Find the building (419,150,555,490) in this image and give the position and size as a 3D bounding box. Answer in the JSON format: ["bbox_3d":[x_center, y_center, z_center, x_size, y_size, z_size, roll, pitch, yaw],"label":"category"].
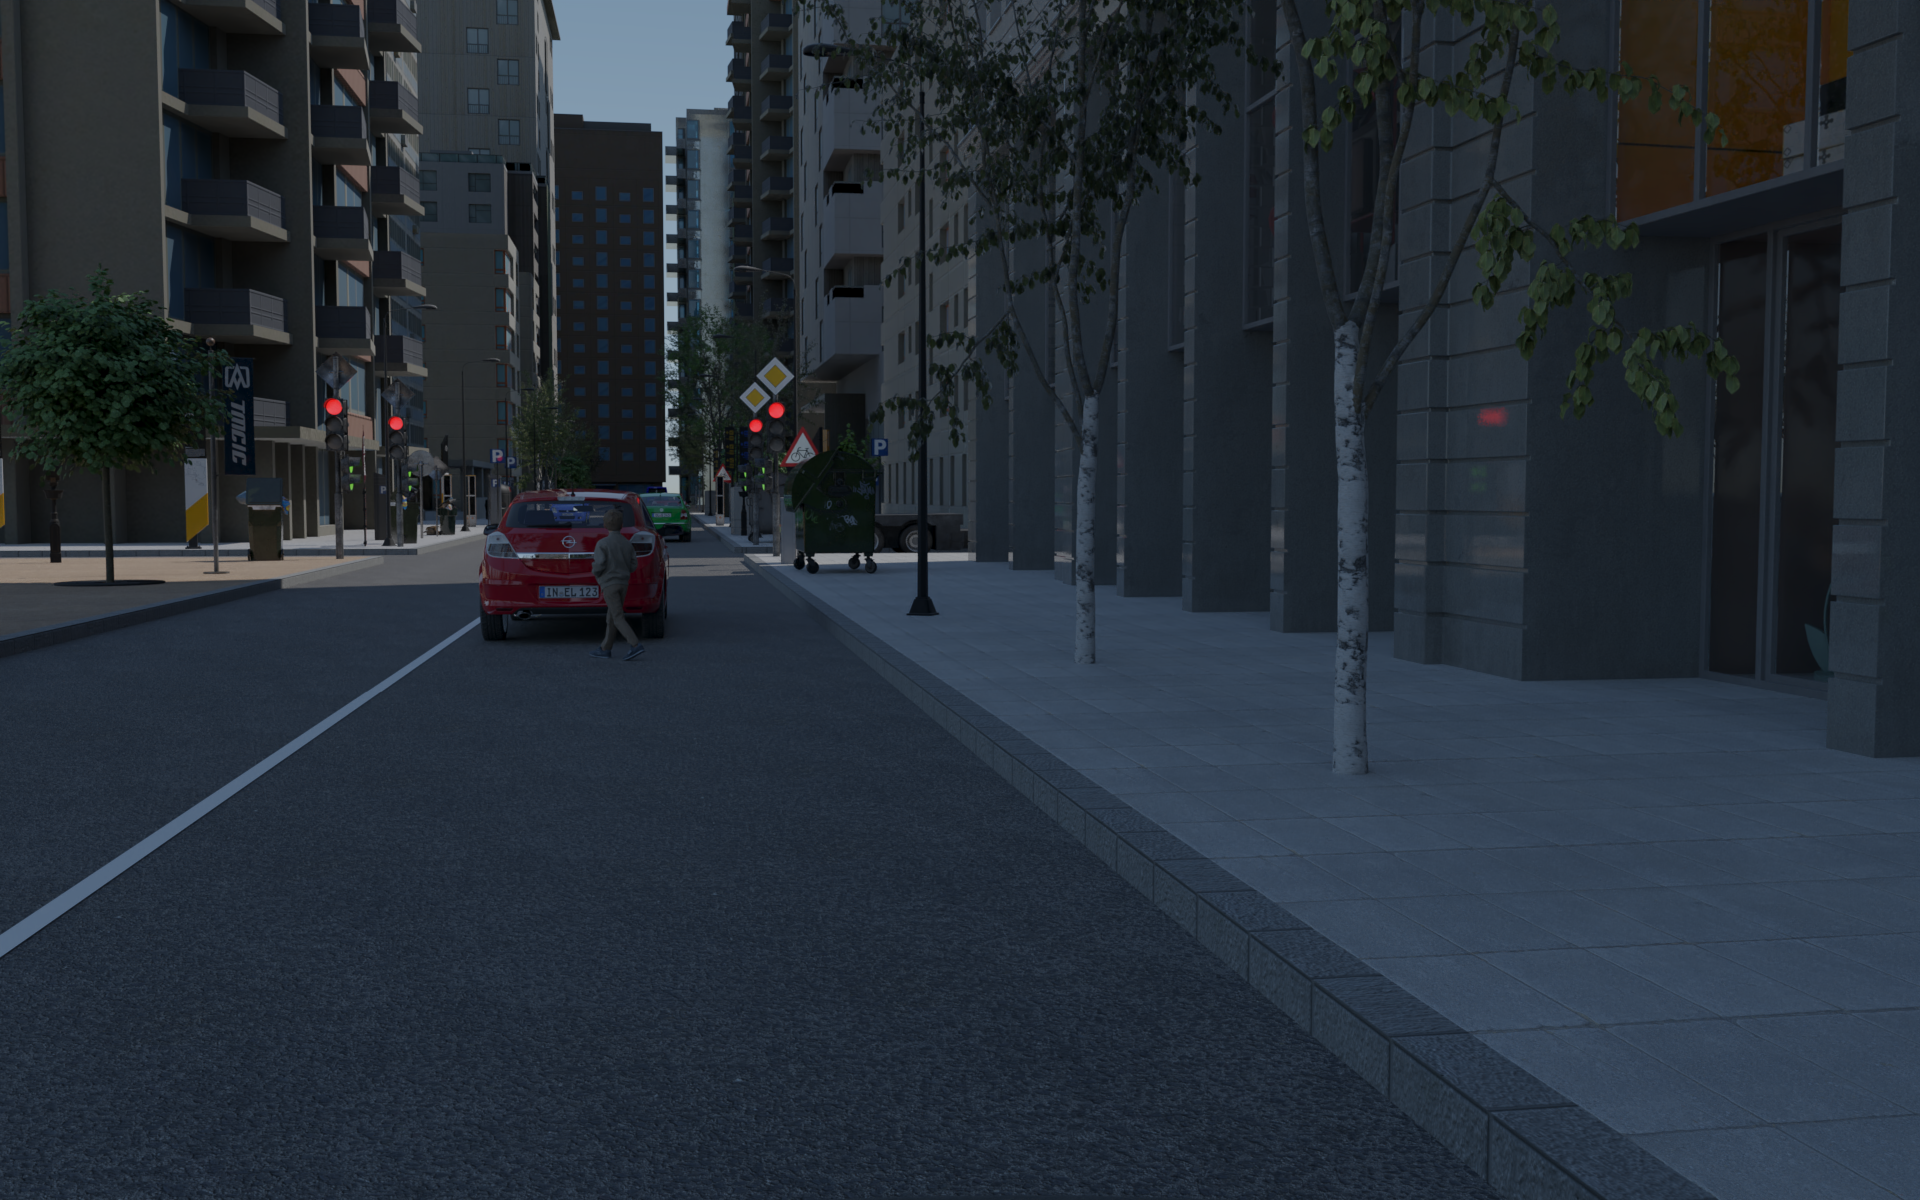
[{"bbox_3d":[-42.825,-23.111,149.559,14.160,30.474,14.107,-1,4,-10],"label":"building"}]

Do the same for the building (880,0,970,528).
[{"bbox_3d":[13.256,-13.228,61.319,28.899,21.520,27.650,-1,4,-10],"label":"building"}]

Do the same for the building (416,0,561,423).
[{"bbox_3d":[-53.796,-35.524,170.058,27.495,52.752,28.713,-1,4,-10],"label":"building"}]

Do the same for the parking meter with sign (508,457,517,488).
[{"bbox_3d":[-20.848,-5.108,79.769,0.543,3.016,1.738,0,4,-3],"label":"parking meter with sign"}]

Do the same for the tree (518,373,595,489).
[{"bbox_3d":[-24.718,-9.436,104.642,4.360,8.622,3.978,0,3,0],"label":"tree"}]

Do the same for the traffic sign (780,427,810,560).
[{"bbox_3d":[-3.035,-2.048,33.495,0.884,2.594,0.081,0,4,-7],"label":"traffic sign"}]

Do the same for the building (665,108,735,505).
[{"bbox_3d":[-21.149,-36.476,215.983,30.456,49.044,23.786,-1,4,-10],"label":"building"}]

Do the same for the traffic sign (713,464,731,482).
[{"bbox_3d":[-10.141,-4.535,74.151,0.884,2.594,0.081,0,4,-8],"label":"traffic sign"}]

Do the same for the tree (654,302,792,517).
[{"bbox_3d":[-13.064,-10.376,95.401,9.928,11.665,9.643,0,3,0],"label":"tree"}]

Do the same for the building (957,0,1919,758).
[{"bbox_3d":[7.937,-14.768,18.947,11.434,29.767,29.804,-1,4,-10],"label":"building"}]

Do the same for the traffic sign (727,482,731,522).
[{"bbox_3d":[-10.700,-4.923,80.604,0.768,2.556,0.104,0,4,-8],"label":"traffic sign"}]

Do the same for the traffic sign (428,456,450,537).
[{"bbox_3d":[-15.794,-3.124,52.266,0.795,2.450,0.064,0,4,-7],"label":"traffic sign"}]

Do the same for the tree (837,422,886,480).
[{"bbox_3d":[-3.069,-3.197,46.865,1.663,3.219,1.824,0,3,0],"label":"tree"}]

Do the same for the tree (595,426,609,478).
[{"bbox_3d":[-37.308,-13.645,173.459,4.360,8.622,3.978,0,3,0],"label":"tree"}]

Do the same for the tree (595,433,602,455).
[{"bbox_3d":[-30.556,-11.380,136.430,4.737,8.622,4.395,0,3,0],"label":"tree"}]

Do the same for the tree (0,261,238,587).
[{"bbox_3d":[-12.202,-2.501,24.599,4.285,4.588,4.351,0,3,0],"label":"tree"}]

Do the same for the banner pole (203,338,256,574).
[{"bbox_3d":[-11.794,-2.320,27.941,0.863,3.779,0.401,-2,4,-29],"label":"banner pole"}]

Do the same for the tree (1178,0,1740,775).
[{"bbox_3d":[1.831,-3.494,7.493,4.737,8.622,4.395,0,3,0],"label":"tree"}]

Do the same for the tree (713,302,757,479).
[{"bbox_3d":[-7.202,-6.913,63.390,4.360,8.622,3.978,0,3,0],"label":"tree"}]

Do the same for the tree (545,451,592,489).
[{"bbox_3d":[-28.282,-8.632,124.846,4.285,4.588,4.351,0,3,0],"label":"tree"}]

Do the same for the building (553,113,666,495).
[{"bbox_3d":[-42.685,-34.115,207.885,14.200,45.320,14.600,-1,4,-10],"label":"building"}]

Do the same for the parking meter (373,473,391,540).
[{"bbox_3d":[-16.034,-2.591,48.067,0.399,1.863,0.255,-3,5,-43],"label":"parking meter"}]

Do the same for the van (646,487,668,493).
[{"bbox_3d":[-25.722,-8.718,146.931,2.240,2.365,5.245,-1,4,-11],"label":"van"}]

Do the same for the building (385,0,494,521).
[{"bbox_3d":[-41.196,-24.251,88.390,32.217,40.220,23.993,-1,4,-10],"label":"building"}]

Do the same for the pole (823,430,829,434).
[{"bbox_3d":[-4.240,-3.738,54.956,0.158,3.312,0.155,0,3,0],"label":"pole"}]

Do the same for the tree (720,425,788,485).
[{"bbox_3d":[-9.167,-5.707,77.017,4.285,4.588,4.351,0,3,0],"label":"tree"}]

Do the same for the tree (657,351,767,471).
[{"bbox_3d":[-15.550,-10.736,109.939,7.601,10.594,8.767,0,4,4],"label":"tree"}]

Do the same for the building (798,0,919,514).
[{"bbox_3d":[4.844,-31.401,102.648,28.713,52.752,27.495,-1,4,-10],"label":"building"}]

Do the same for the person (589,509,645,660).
[{"bbox_3d":[-2.993,-0.135,14.972,0.640,1.303,0.475,2,4,25],"label":"person"}]

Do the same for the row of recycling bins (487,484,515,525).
[{"bbox_3d":[-19.244,-4.004,72.574,1.069,1.692,3.534,-1,4,-10],"label":"row of recycling bins"}]

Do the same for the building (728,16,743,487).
[{"bbox_3d":[-15.009,-45.394,180.439,20.563,71.187,20.611,-1,4,-10],"label":"building"}]

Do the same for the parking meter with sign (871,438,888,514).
[{"bbox_3d":[-2.827,-3.599,55.111,0.543,3.016,1.738,-1,4,-22],"label":"parking meter with sign"}]

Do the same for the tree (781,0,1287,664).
[{"bbox_3d":[0.862,-3.838,13.112,4.360,8.622,3.978,0,3,0],"label":"tree"}]

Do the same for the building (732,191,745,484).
[{"bbox_3d":[-14.433,-23.979,163.756,14.160,30.474,14.107,-1,4,-10],"label":"building"}]

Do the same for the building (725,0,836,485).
[{"bbox_3d":[-7.747,-29.816,142.115,22.147,44.769,28.867,-1,4,-10],"label":"building"}]

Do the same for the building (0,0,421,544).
[{"bbox_3d":[-29.785,-24.508,55.333,22.147,44.769,28.867,-1,4,-10],"label":"building"}]

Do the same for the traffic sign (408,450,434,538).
[{"bbox_3d":[-15.565,-3.053,50.030,0.768,2.556,0.104,0,4,-1],"label":"traffic sign"}]

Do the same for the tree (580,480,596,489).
[{"bbox_3d":[-39.760,-11.710,186.064,1.663,3.219,1.824,0,3,0],"label":"tree"}]

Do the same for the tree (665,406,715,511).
[{"bbox_3d":[-20.042,-11.098,131.813,4.737,8.622,4.395,0,3,0],"label":"tree"}]

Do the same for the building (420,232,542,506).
[{"bbox_3d":[-46.110,-17.276,127.499,27.650,21.520,28.899,-1,4,-10],"label":"building"}]

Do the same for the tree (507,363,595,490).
[{"bbox_3d":[-23.675,-9.045,98.250,4.737,8.622,4.395,0,3,0],"label":"tree"}]
